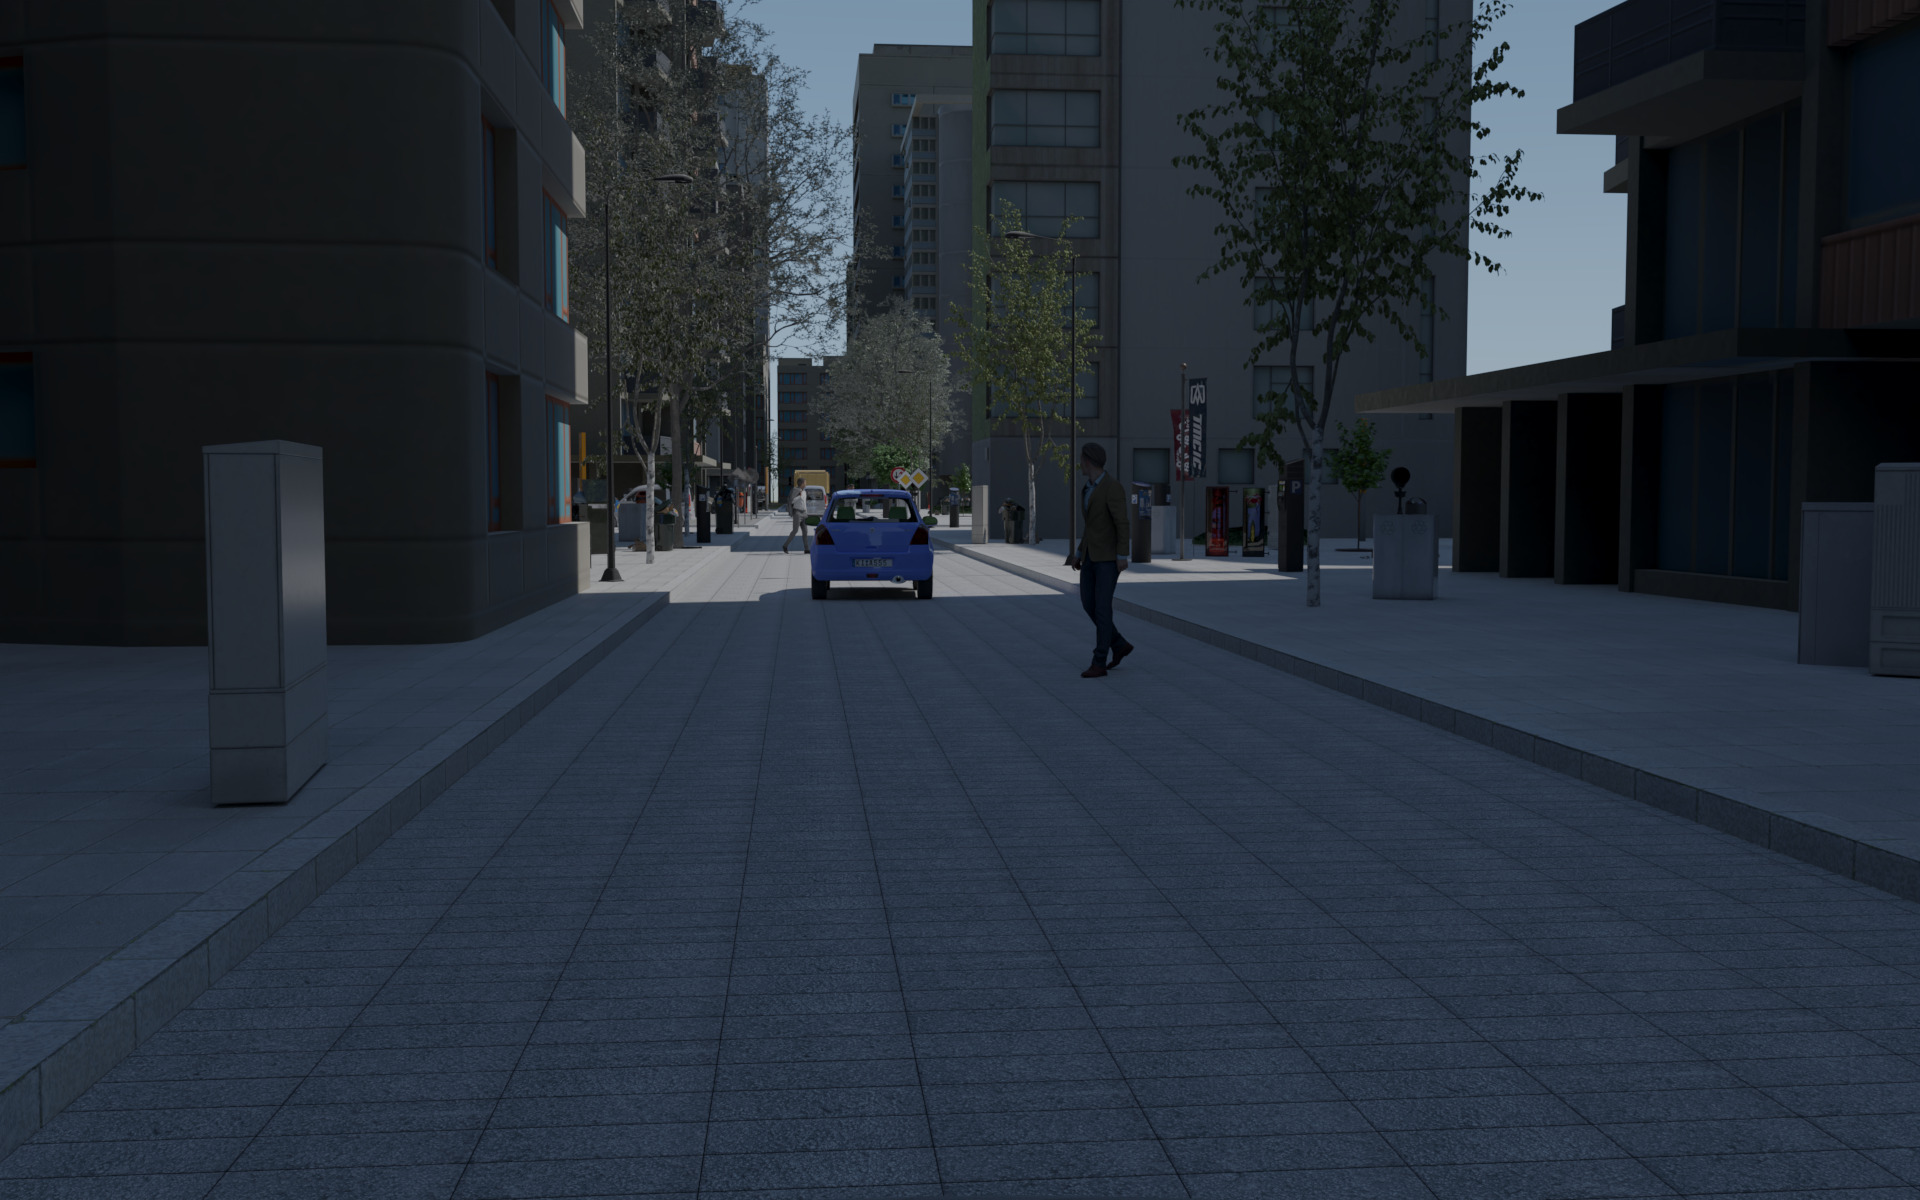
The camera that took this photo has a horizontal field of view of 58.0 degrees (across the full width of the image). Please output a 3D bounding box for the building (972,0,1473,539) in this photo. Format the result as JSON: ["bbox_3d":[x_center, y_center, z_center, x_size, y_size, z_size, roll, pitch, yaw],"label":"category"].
[{"bbox_3d":[7.208,-22.727,55.177,14.154,41.232,14.086,0,4,-5],"label":"building"}]

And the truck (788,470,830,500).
[{"bbox_3d":[-12.044,-8.802,139.836,3.469,3.379,9.791,0,4,-7],"label":"truck"}]

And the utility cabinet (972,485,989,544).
[{"bbox_3d":[0.515,-2.203,44.705,0.318,1.500,1.173,1,4,8],"label":"utility cabinet"}]

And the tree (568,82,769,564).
[{"bbox_3d":[-5.652,-4.986,31.883,4.360,8.622,3.978,0,3,0],"label":"tree"}]

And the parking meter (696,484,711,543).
[{"bbox_3d":[-6.738,-2.268,45.490,0.372,1.533,0.369,0,3,0],"label":"parking meter"}]

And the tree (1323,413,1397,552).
[{"bbox_3d":[8.986,-2.693,38.632,1.663,3.219,1.824,0,3,0],"label":"tree"}]

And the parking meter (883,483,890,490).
[{"bbox_3d":[-3.917,-5.240,91.379,0.399,1.863,0.255,0,4,-6],"label":"parking meter"}]

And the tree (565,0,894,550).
[{"bbox_3d":[-6.579,-7.934,40.091,12.009,13.543,11.850,0,3,0],"label":"tree"}]

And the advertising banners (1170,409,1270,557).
[{"bbox_3d":[5.296,-2.399,35.416,2.074,3.025,0.090,1,4,22],"label":"advertising banners"}]

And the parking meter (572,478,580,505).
[{"bbox_3d":[-13.624,-3.435,61.878,0.255,1.863,0.399,2,4,32],"label":"parking meter"}]

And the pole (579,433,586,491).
[{"bbox_3d":[-12.551,-3.901,57.626,0.158,3.312,0.155,0,3,0],"label":"pole"}]

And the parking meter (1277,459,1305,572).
[{"bbox_3d":[5.445,-1.395,28.521,0.399,1.863,0.255,-1,4,-22],"label":"parking meter"}]

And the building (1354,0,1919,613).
[{"bbox_3d":[18.880,-22.086,15.731,22.147,44.769,28.867,0,4,-5],"label":"building"}]

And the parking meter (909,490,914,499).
[{"bbox_3d":[-3.115,-6.412,113.242,0.372,1.533,0.369,0,3,0],"label":"parking meter"}]

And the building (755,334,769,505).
[{"bbox_3d":[-37.860,-22.221,208.348,28.899,21.520,27.650,0,4,-5],"label":"building"}]

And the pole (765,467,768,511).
[{"bbox_3d":[-14.705,-8.432,131.703,0.158,3.312,0.155,0,3,0],"label":"pole"}]

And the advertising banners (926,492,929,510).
[{"bbox_3d":[-2.549,-8.832,140.584,0.090,3.025,2.074,1,4,9],"label":"advertising banners"}]

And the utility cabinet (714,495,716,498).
[{"bbox_3d":[-20.285,-8.282,146.579,1.020,1.237,0.306,1,4,15],"label":"utility cabinet"}]

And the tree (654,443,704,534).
[{"bbox_3d":[-9.200,-3.766,56.182,1.663,3.219,1.824,0,3,0],"label":"tree"}]

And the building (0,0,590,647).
[{"bbox_3d":[-17.493,-9.930,7.397,27.650,21.520,28.899,0,4,-5],"label":"building"}]

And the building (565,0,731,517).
[{"bbox_3d":[-23.368,-26.559,88.860,22.147,44.769,28.867,0,4,-5],"label":"building"}]

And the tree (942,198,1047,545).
[{"bbox_3d":[1.728,-5.662,42.944,4.737,8.622,4.395,0,3,0],"label":"tree"}]

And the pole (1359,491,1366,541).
[{"bbox_3d":[10.893,-3.242,46.847,0.158,3.312,0.155,0,3,0],"label":"pole"}]

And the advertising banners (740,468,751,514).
[{"bbox_3d":[-14.113,-7.211,114.086,0.090,3.025,2.074,1,4,14],"label":"advertising banners"}]

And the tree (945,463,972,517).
[{"bbox_3d":[0.243,-6.339,98.242,1.663,3.219,1.824,0,3,0],"label":"tree"}]

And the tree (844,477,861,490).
[{"bbox_3d":[-10.625,-10.734,170.094,1.663,3.219,1.824,0,3,0],"label":"tree"}]

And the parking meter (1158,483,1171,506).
[{"bbox_3d":[4.649,-1.921,39.815,0.372,1.533,0.369,0,3,0],"label":"parking meter"}]

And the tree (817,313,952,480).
[{"bbox_3d":[-5.123,-13.037,119.811,9.857,13.997,8.962,0,3,0],"label":"tree"}]

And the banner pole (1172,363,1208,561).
[{"bbox_3d":[4.413,-2.632,33.050,0.401,3.779,0.863,-3,4,-38],"label":"banner pole"}]

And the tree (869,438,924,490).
[{"bbox_3d":[-3.478,-6.885,96.278,4.285,4.588,4.351,0,3,0],"label":"tree"}]

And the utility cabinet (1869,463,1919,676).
[{"bbox_3d":[6.946,-0.198,11.908,1.173,1.500,0.318,2,4,34],"label":"utility cabinet"}]

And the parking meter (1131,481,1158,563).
[{"bbox_3d":[3.389,-1.463,32.339,0.372,1.533,0.369,0,3,0],"label":"parking meter"}]

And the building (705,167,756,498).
[{"bbox_3d":[-25.601,-23.455,155.198,14.160,30.474,14.107,0,4,-5],"label":"building"}]

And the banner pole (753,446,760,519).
[{"bbox_3d":[-10.715,-6.175,90.973,0.401,3.779,0.863,0,4,-8],"label":"banner pole"}]

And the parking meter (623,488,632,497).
[{"bbox_3d":[-14.184,-4.008,73.942,0.372,1.533,0.369,0,3,0],"label":"parking meter"}]

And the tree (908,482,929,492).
[{"bbox_3d":[-3.680,-9.292,146.531,1.663,3.219,1.824,0,3,0],"label":"tree"}]

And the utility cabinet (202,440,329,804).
[{"bbox_3d":[-3.038,0.066,7.603,0.318,1.500,1.173,-1,4,-12],"label":"utility cabinet"}]

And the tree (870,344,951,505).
[{"bbox_3d":[-2.246,-8.183,84.147,4.360,8.622,3.978,0,3,0],"label":"tree"}]

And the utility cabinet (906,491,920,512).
[{"bbox_3d":[-3.389,-6.996,123.063,1.173,1.500,0.318,2,4,35],"label":"utility cabinet"}]

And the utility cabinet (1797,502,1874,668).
[{"bbox_3d":[6.818,-0.104,12.865,1.020,1.237,0.306,2,4,34],"label":"utility cabinet"}]

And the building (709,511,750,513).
[{"bbox_3d":[-31.479,-26.461,124.516,32.217,40.220,23.993,0,4,-5],"label":"building"}]

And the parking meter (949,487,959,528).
[{"bbox_3d":[-0.217,-3.530,66.119,0.372,1.533,0.369,0,3,0],"label":"parking meter"}]

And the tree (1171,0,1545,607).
[{"bbox_3d":[4.223,-4.241,19.697,4.737,8.622,4.395,0,3,0],"label":"tree"}]

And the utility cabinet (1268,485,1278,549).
[{"bbox_3d":[7.391,-1.900,39.740,0.318,1.500,1.173,-1,4,-9],"label":"utility cabinet"}]

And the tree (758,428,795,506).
[{"bbox_3d":[-20.667,-14.829,192.819,4.737,8.622,4.395,0,3,0],"label":"tree"}]

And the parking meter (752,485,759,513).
[{"bbox_3d":[-13.566,-6.668,114.728,0.399,1.863,0.255,0,4,8],"label":"parking meter"}]
